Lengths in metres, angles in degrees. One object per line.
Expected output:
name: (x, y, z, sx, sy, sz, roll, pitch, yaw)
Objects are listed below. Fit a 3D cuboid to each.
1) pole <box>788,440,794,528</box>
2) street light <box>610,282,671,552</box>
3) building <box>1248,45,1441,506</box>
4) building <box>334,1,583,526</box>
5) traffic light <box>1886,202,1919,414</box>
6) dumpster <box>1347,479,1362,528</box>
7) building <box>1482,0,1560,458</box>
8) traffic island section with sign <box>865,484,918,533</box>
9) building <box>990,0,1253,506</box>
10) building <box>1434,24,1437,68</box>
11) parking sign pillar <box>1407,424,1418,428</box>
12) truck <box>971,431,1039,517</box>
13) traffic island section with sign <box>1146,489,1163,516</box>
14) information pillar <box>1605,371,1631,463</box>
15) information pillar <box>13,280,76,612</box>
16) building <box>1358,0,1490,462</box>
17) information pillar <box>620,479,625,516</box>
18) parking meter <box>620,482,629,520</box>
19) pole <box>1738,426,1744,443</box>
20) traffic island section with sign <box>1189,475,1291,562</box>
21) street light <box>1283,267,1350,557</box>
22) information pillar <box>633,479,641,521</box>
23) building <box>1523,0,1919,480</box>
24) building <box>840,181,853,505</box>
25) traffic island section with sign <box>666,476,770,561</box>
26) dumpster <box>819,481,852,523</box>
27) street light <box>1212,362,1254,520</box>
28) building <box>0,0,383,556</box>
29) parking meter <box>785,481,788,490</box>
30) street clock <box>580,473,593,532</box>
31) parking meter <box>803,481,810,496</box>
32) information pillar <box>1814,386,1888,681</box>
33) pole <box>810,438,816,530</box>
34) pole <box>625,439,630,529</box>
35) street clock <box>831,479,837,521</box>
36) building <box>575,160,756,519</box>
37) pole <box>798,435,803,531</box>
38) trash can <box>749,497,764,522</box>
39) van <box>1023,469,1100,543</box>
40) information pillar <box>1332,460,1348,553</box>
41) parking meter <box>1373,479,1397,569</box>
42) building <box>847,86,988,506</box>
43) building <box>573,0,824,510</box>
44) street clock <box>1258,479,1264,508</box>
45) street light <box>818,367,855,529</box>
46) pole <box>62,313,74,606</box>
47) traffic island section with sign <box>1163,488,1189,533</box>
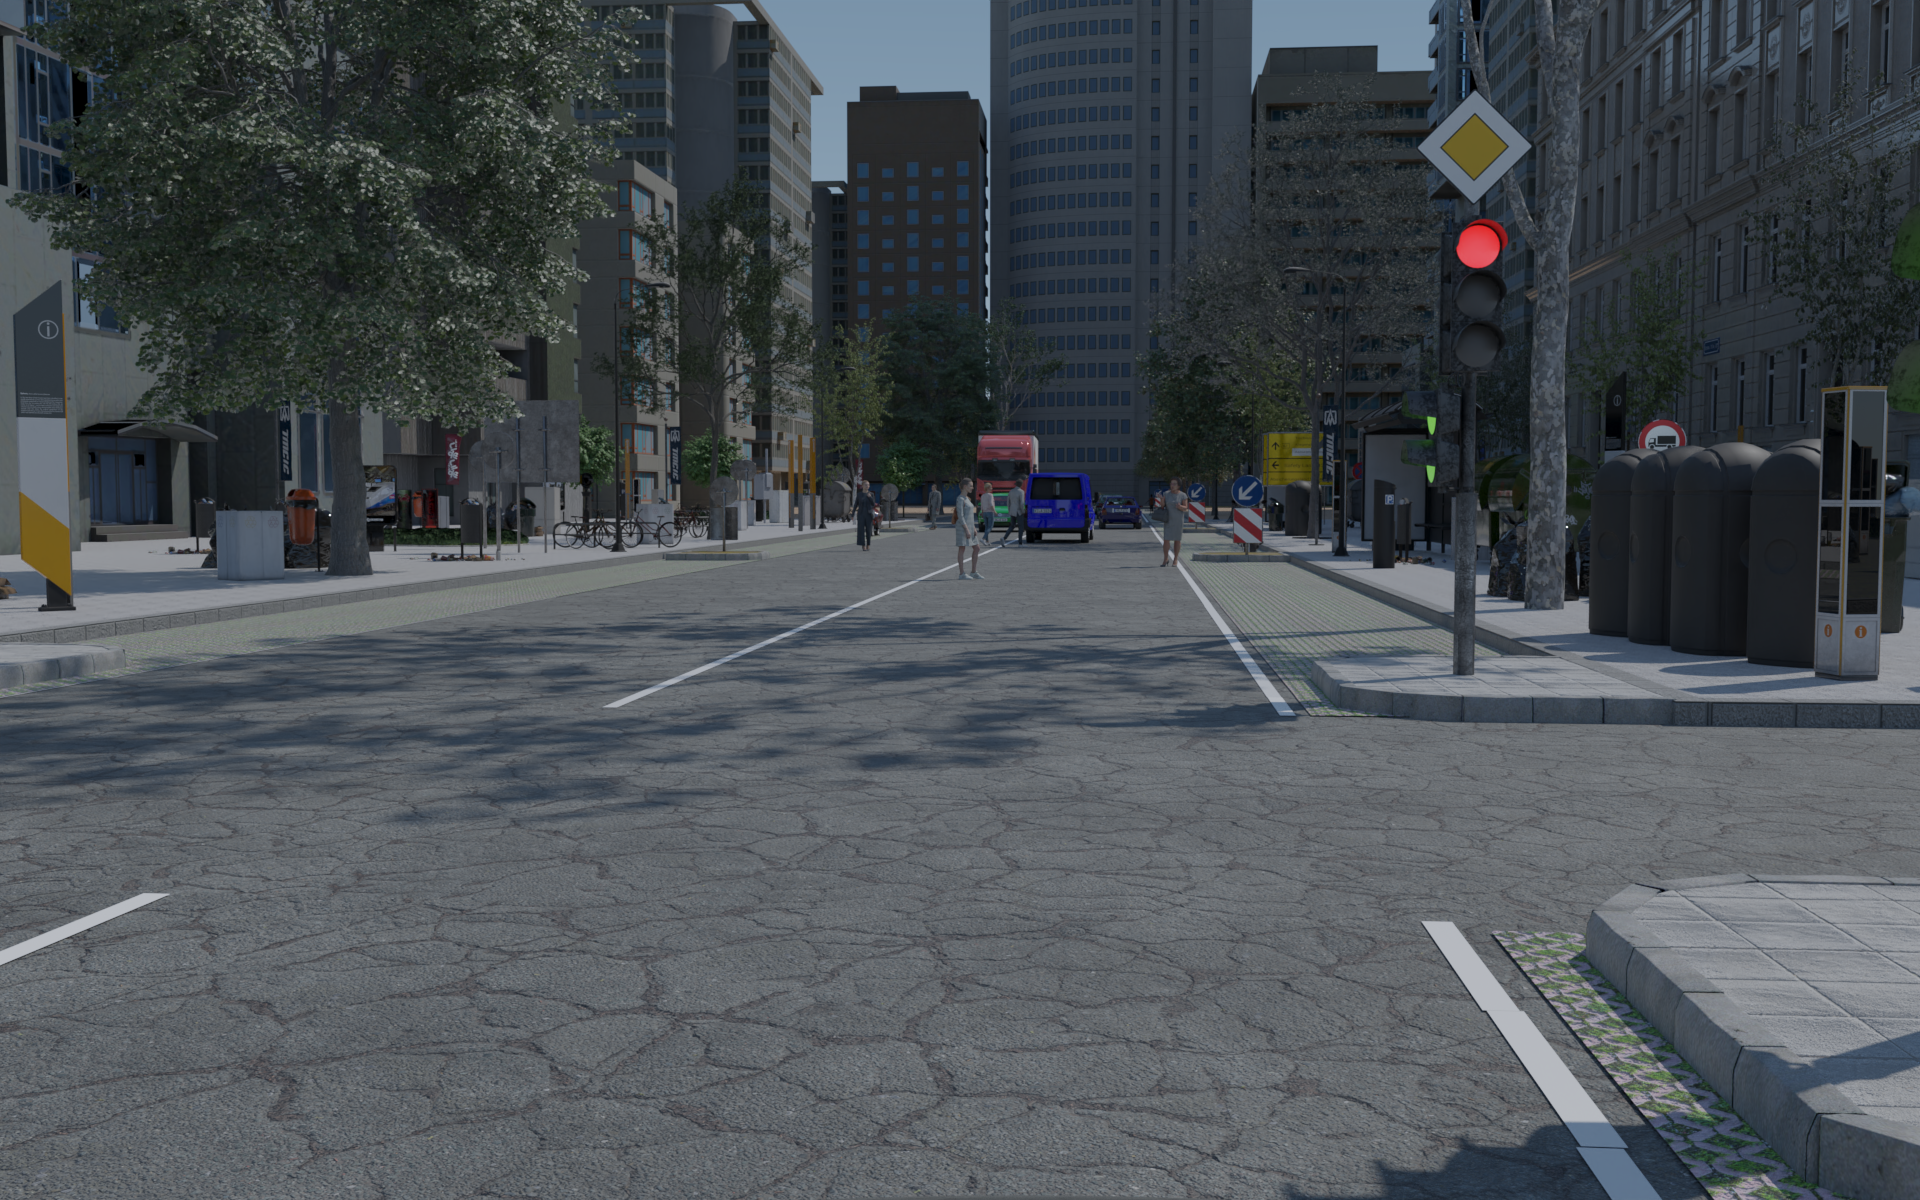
pole: (-6.378, -4.379, 65.433, 0.158, 3.312, 0.155, 0, 3, 0)
street light: (-7.038, -4.014, 38.164, 1.470, 5.913, 1.316, 0, 4, 5)
building: (42.580, -34.731, 191.551, 21.600, 48.544, 21.300, 0, 4, 5)
building: (-25.304, -18.497, 74.125, 14.160, 30.474, 14.107, 0, 4, 5)
traffic light: (2.795, -0.938, 4.255, 0.839, 4.253, 0.868, 0, 4, 5)
dumpster: (15.374, -3.683, 65.972, 1.264, 1.857, 1.865, 0, 4, 5)
building: (44.536, -25.037, 101.239, 32.217, 40.220, 23.993, 0, 4, 5)
traffic island section with sign: (-2.630, -3.444, 64.932, 1.989, 1.847, 2.006, 0, 4, 5)
building: (17.663, -39.894, 194.268, 28.212, 58.520, 21.231, 0, 4, 5)
building: (67.415, -39.591, 189.309, 28.212, 58.520, 21.231, 0, 4, 5)
parking sign pillar: (16.928, -4.577, 63.303, 1.447, 3.967, 1.447, 2, 4, 31)
truck: (2.195, -5.494, 78.743, 2.839, 4.237, 11.283, 0, 4, 4)
traffic island section with sign: (13.410, -6.428, 113.729, 1.989, 1.847, 2.006, 0, 4, 5)
information pillar: (12.564, -2.560, 33.219, 0.183, 3.616, 0.504, -1, 4, -19)
information pillar: (-9.984, -1.683, 18.869, 0.504, 3.616, 0.183, -3, 5, -41)
building: (43.320, -49.855, 127.804, 22.319, 86.520, 31.000, 0, 4, 5)
information pillar: (-16.952, -5.050, 87.066, 0.304, 2.012, 0.304, 2, 4, 35)
parking meter: (-16.349, -4.824, 84.581, 0.399, 1.863, 0.255, 2, 4, 24)
pole: (23.250, -3.535, 51.641, 0.158, 3.312, 0.155, 0, 3, 0)
traffic island section with sign: (5.997, -1.741, 37.086, 1.989, 1.847, 2.006, 0, 4, 5)
street light: (7.319, -3.855, 35.574, 1.470, 5.913, 1.316, 0, 4, 5)
information pillar: (-15.395, -4.775, 82.567, 0.304, 2.012, 0.304, 0, 4, 2)
building: (32.451, -16.806, 72.037, 12.463, 27.353, 25.104, 0, 4, 5)
building: (-23.032, -31.341, 204.308, 23.993, 40.220, 32.217, 0, 4, 5)
traffic island section with sign: (-5.237, -1.793, 37.942, 1.989, 1.847, 2.006, 0, 4, 5)
dumpster: (-5.617, -4.405, 77.778, 1.264, 1.857, 1.865, 0, 4, 5)
street light: (9.690, -5.387, 60.623, 1.470, 5.913, 1.316, 0, 4, 5)
building: (-30.350, -44.623, 42.262, 22.319, 86.520, 31.000, 0, 4, 5)
parking meter: (-7.828, -4.515, 79.536, 0.399, 1.863, 0.255, 0, 4, -7)
street clock: (-12.567, -3.284, 58.271, 0.471, 2.002, 0.358, -1, 4, -12)
parking meter: (-6.917, -4.441, 78.321, 0.255, 1.863, 0.399, 1, 4, 19)
information pillar: (6.159, -0.458, 11.977, 0.304, 2.012, 0.304, 0, 4, -7)
pole: (-5.324, -4.206, 62.609, 0.158, 3.312, 0.155, 0, 3, 0)
pole: (-12.306, -4.298, 64.117, 0.158, 3.312, 0.155, 0, 3, 0)
street clock: (-6.058, -4.798, 83.022, 0.358, 2.002, 0.471, -2, 4, -28)
building: (-29.190, -15.931, 105.511, 27.650, 21.520, 28.899, 0, 4, 5)
pole: (-5.487, -4.018, 59.532, 0.158, 3.312, 0.155, 0, 3, 0)
trash can: (-9.424, -4.214, 80.548, 0.748, 1.137, 0.748, 0, 3, 0)
van: (3.051, -2.936, 52.384, 2.240, 2.365, 5.245, 0, 4, 6)
information pillar: (8.288, -2.036, 37.789, 0.304, 2.012, 0.304, 1, 4, 18)
parking meter: (7.330, -1.315, 29.913, 0.372, 1.533, 0.369, 0, 3, 0)
building: (-4.410, -33.217, 193.211, 14.200, 45.320, 14.600, 0, 4, 5)
building: (-24.237, -27.191, 136.454, 23.993, 40.220, 32.217, 0, 4, 5)
street clock: (14.869, -4.974, 85.891, 0.471, 2.002, 0.358, 0, 4, -6)
street light: (-4.521, -5.565, 63.527, 1.470, 5.913, 1.316, 0, 4, 5)
pole: (-10.188, -1.573, 19.566, 0.158, 3.312, 0.155, 0, 3, 0)
traffic island section with sign: (8.615, -3.391, 64.071, 1.989, 1.847, 2.006, 0, 4, 5)
